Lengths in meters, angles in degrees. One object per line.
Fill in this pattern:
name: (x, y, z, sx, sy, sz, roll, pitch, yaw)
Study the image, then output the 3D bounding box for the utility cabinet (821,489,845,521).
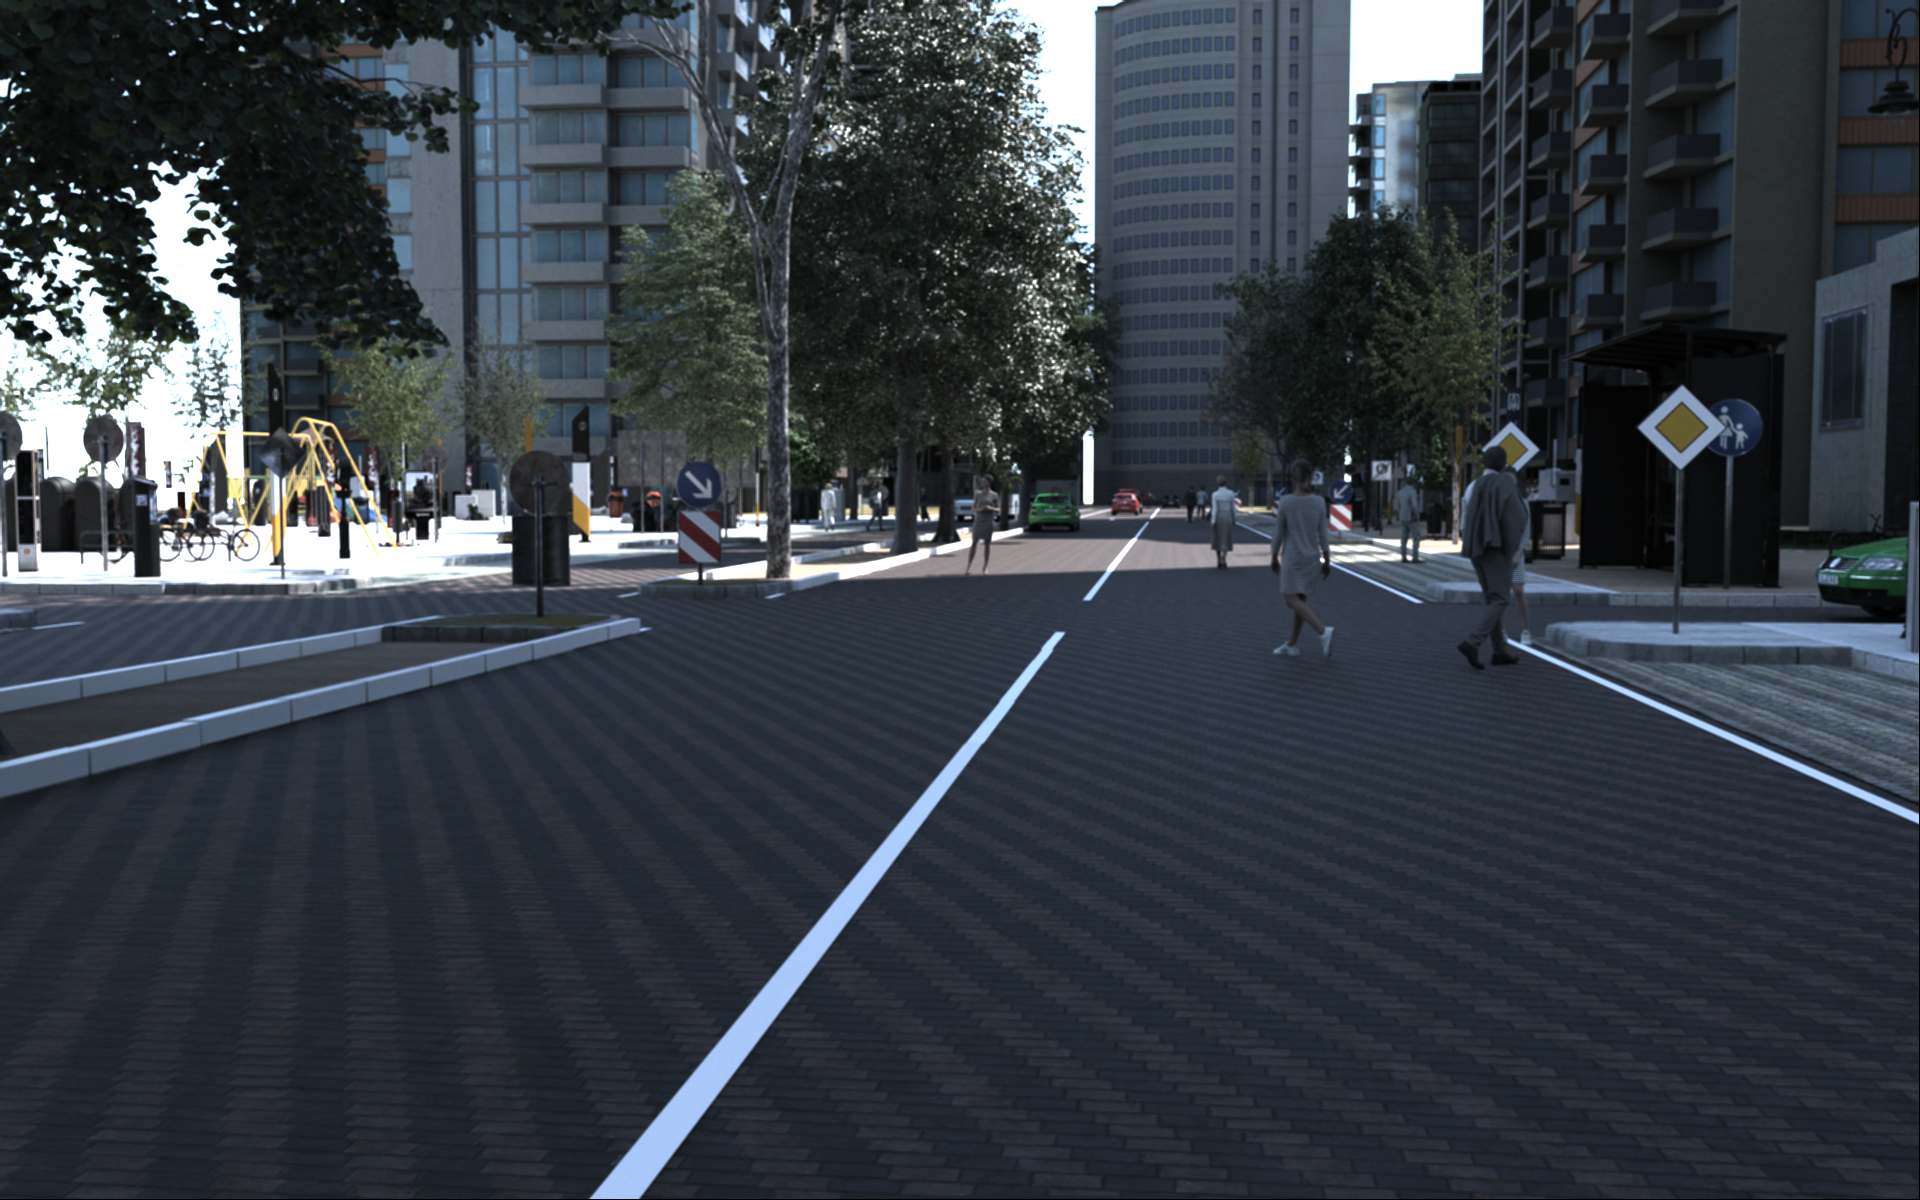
utility cabinet: (-5.895, -4.391, 80.473, 1.173, 1.500, 0.318, 2, 4, 31)

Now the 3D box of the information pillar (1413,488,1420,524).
information pillar: (19.140, -4.180, 72.829, 0.304, 2.012, 0.304, -1, 4, -9)

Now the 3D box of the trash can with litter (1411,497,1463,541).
trash can with litter: (13.281, -2.254, 47.904, 2.233, 1.210, 1.678, -2, 4, -24)

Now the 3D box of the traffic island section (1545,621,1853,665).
traffic island section: (6.604, 0.388, 15.941, 2.009, 0.180, 2.903, 0, 4, 7)

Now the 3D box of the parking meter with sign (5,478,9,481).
parking meter with sign: (-46.490, -5.379, 84.211, 1.738, 3.016, 0.543, 0, 4, -7)

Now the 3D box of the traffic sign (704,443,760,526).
traffic sign: (-9.068, -4.585, 68.831, 2.265, 3.308, 0.079, 1, 4, 11)

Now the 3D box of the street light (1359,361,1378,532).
street light: (13.890, -5.274, 59.016, 0.468, 5.910, 1.993, 0, 4, 7)

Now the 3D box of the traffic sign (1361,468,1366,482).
traffic sign: (19.192, -4.958, 81.161, 0.768, 2.556, 0.104, 1, 4, 11)

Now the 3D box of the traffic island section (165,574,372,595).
traffic island section: (-10.194, -0.229, 26.022, 2.009, 0.180, 2.903, 0, 4, 7)

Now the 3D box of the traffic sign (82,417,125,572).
traffic sign: (-14.098, -1.737, 28.508, 0.768, 2.556, 0.104, 1, 4, 10)

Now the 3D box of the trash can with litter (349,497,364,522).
trash can with litter: (-27.800, -4.156, 79.343, 1.055, 1.170, 0.624, 2, 4, 28)

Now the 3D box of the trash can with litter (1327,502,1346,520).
trash can with litter: (19.133, -4.584, 86.006, 1.678, 1.210, 2.233, -1, 4, -18)

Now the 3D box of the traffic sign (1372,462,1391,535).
traffic sign: (13.023, -3.144, 53.536, 0.606, 2.300, 0.079, 1, 4, 8)

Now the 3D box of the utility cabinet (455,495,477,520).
utility cabinet: (-24.464, -4.564, 85.789, 1.020, 1.237, 0.306, 0, 4, -3)

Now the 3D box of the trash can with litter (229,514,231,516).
trash can with litter: (-40.926, -5.141, 95.110, 2.233, 1.210, 1.678, 0, 4, 6)

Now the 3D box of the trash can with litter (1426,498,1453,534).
trash can with litter: (15.633, -2.737, 56.133, 1.055, 1.170, 0.624, 1, 4, 18)

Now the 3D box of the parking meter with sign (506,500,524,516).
parking meter with sign: (-26.194, -6.540, 103.185, 0.543, 3.016, 1.738, 3, 4, 38)

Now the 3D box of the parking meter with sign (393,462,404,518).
parking meter with sign: (-30.253, -5.981, 94.054, 0.543, 3.016, 1.738, -2, 4, -31)

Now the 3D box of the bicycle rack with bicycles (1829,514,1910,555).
bicycle rack with bicycles: (16.515, -1.004, 29.799, 2.925, 0.926, 2.852, 0, 4, 3)

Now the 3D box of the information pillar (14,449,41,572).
information pillar: (-15.362, -1.471, 28.537, 0.304, 2.012, 0.304, -1, 4, -17)

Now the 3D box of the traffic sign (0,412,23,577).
traffic sign: (-14.809, -1.631, 26.776, 0.768, 2.556, 0.104, 1, 4, 14)

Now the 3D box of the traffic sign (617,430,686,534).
traffic sign: (-9.833, -3.754, 55.251, 2.265, 3.308, 0.079, 1, 4, 9)

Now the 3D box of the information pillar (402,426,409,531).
information pillar: (-19.093, -4.174, 59.600, 0.183, 3.616, 0.504, -2, 4, -24)

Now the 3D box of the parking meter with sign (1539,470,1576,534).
parking meter with sign: (19.622, -3.658, 56.070, 1.738, 3.016, 0.543, 1, 4, 15)

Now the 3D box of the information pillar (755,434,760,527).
information pillar: (-7.926, -4.671, 67.727, 0.183, 3.616, 0.504, 0, 4, -5)

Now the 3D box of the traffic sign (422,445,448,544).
traffic sign: (-13.551, -2.727, 44.690, 0.768, 2.556, 0.104, 1, 4, 17)

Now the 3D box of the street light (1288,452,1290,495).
street light: (18.582, -7.644, 97.765, 0.468, 5.910, 1.993, 0, 4, 7)

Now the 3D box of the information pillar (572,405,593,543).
information pillar: (-9.968, -3.319, 45.627, 0.504, 3.616, 0.183, 1, 4, 19)

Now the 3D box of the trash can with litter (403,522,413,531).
trash can with litter: (-19.115, -3.016, 60.694, 1.055, 1.170, 0.624, -1, 4, -20)

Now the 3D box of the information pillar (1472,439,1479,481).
information pillar: (21.817, -5.016, 73.361, 0.183, 3.616, 0.504, -1, 4, -10)

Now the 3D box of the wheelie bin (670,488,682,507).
wheelie bin: (-14.839, -5.106, 91.389, 0.980, 1.594, 0.693, 1, 4, 12)

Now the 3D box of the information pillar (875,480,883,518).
information pillar: (-4.382, -5.458, 93.738, 0.304, 2.012, 0.304, 1, 4, 20)

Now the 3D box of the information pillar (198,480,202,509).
information pillar: (-39.538, -5.257, 90.440, 0.304, 2.012, 0.304, 0, 4, 6)

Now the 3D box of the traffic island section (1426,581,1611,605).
traffic island section: (7.566, -0.097, 23.868, 2.009, 0.180, 2.903, 0, 4, 7)

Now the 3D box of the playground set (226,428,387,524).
playground set: (-28.460, -5.404, 75.141, 5.637, 4.214, 5.302, 1, 4, 18)

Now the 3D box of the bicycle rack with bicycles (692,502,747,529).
bicycle rack with bicycles: (-9.747, -3.065, 63.494, 2.925, 0.926, 2.852, 3, 4, 36)

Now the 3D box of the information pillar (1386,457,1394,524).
information pillar: (18.241, -5.015, 73.346, 0.183, 3.616, 0.504, 2, 4, 28)

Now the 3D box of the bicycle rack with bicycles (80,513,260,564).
bicycle rack with bicycles: (-15.025, -1.159, 32.333, 2.925, 0.926, 2.852, 1, 4, 20)

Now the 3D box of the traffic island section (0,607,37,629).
traffic island section: (-11.157, 0.256, 18.095, 2.009, 0.180, 2.903, 0, 4, 7)

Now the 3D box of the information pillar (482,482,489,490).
information pillar: (-28.020, -5.985, 102.345, 0.304, 2.012, 0.304, 3, 5, 39)

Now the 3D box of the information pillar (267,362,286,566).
information pillar: (-12.264, -2.431, 31.097, 0.183, 3.616, 0.504, 0, 4, 0)

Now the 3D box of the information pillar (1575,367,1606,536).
information pillar: (11.574, -2.471, 31.759, 0.504, 3.616, 0.183, 1, 4, 11)

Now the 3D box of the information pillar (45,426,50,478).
information pillar: (-31.155, -4.147, 59.160, 0.183, 3.616, 0.504, -2, 4, -30)

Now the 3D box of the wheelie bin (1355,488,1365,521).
wheelie bin: (19.088, -4.622, 83.486, 0.980, 1.594, 0.693, 0, 4, 5)

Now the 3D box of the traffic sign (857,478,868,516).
traffic sign: (-5.699, -6.164, 100.782, 0.884, 2.594, 0.081, 1, 4, 9)

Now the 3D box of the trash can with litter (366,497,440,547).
trash can with litter: (-13.699, -1.921, 42.461, 1.678, 1.210, 2.233, -1, 4, -21)

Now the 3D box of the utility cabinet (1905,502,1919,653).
utility cabinet: (8.212, -0.168, 13.913, 1.020, 1.237, 0.306, 1, 4, 19)

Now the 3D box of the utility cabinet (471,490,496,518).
utility cabinet: (-25.278, -5.089, 91.891, 1.173, 1.500, 0.318, 0, 4, 1)

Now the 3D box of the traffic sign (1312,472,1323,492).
traffic sign: (16.116, -4.668, 78.449, 0.606, 2.300, 0.079, 1, 4, 12)

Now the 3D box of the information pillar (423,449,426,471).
information pillar: (-28.198, -6.108, 91.221, 0.183, 3.616, 0.504, -1, 4, -9)

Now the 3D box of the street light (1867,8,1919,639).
street light: (8.469, -2.596, 15.235, 0.468, 5.910, 1.993, 0, 4, 7)

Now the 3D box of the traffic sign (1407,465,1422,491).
traffic sign: (15.703, -3.523, 59.733, 0.606, 2.300, 0.079, 1, 4, 16)

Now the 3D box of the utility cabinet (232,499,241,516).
utility cabinet: (-42.765, -5.733, 102.413, 0.318, 1.500, 1.173, -1, 4, -12)
